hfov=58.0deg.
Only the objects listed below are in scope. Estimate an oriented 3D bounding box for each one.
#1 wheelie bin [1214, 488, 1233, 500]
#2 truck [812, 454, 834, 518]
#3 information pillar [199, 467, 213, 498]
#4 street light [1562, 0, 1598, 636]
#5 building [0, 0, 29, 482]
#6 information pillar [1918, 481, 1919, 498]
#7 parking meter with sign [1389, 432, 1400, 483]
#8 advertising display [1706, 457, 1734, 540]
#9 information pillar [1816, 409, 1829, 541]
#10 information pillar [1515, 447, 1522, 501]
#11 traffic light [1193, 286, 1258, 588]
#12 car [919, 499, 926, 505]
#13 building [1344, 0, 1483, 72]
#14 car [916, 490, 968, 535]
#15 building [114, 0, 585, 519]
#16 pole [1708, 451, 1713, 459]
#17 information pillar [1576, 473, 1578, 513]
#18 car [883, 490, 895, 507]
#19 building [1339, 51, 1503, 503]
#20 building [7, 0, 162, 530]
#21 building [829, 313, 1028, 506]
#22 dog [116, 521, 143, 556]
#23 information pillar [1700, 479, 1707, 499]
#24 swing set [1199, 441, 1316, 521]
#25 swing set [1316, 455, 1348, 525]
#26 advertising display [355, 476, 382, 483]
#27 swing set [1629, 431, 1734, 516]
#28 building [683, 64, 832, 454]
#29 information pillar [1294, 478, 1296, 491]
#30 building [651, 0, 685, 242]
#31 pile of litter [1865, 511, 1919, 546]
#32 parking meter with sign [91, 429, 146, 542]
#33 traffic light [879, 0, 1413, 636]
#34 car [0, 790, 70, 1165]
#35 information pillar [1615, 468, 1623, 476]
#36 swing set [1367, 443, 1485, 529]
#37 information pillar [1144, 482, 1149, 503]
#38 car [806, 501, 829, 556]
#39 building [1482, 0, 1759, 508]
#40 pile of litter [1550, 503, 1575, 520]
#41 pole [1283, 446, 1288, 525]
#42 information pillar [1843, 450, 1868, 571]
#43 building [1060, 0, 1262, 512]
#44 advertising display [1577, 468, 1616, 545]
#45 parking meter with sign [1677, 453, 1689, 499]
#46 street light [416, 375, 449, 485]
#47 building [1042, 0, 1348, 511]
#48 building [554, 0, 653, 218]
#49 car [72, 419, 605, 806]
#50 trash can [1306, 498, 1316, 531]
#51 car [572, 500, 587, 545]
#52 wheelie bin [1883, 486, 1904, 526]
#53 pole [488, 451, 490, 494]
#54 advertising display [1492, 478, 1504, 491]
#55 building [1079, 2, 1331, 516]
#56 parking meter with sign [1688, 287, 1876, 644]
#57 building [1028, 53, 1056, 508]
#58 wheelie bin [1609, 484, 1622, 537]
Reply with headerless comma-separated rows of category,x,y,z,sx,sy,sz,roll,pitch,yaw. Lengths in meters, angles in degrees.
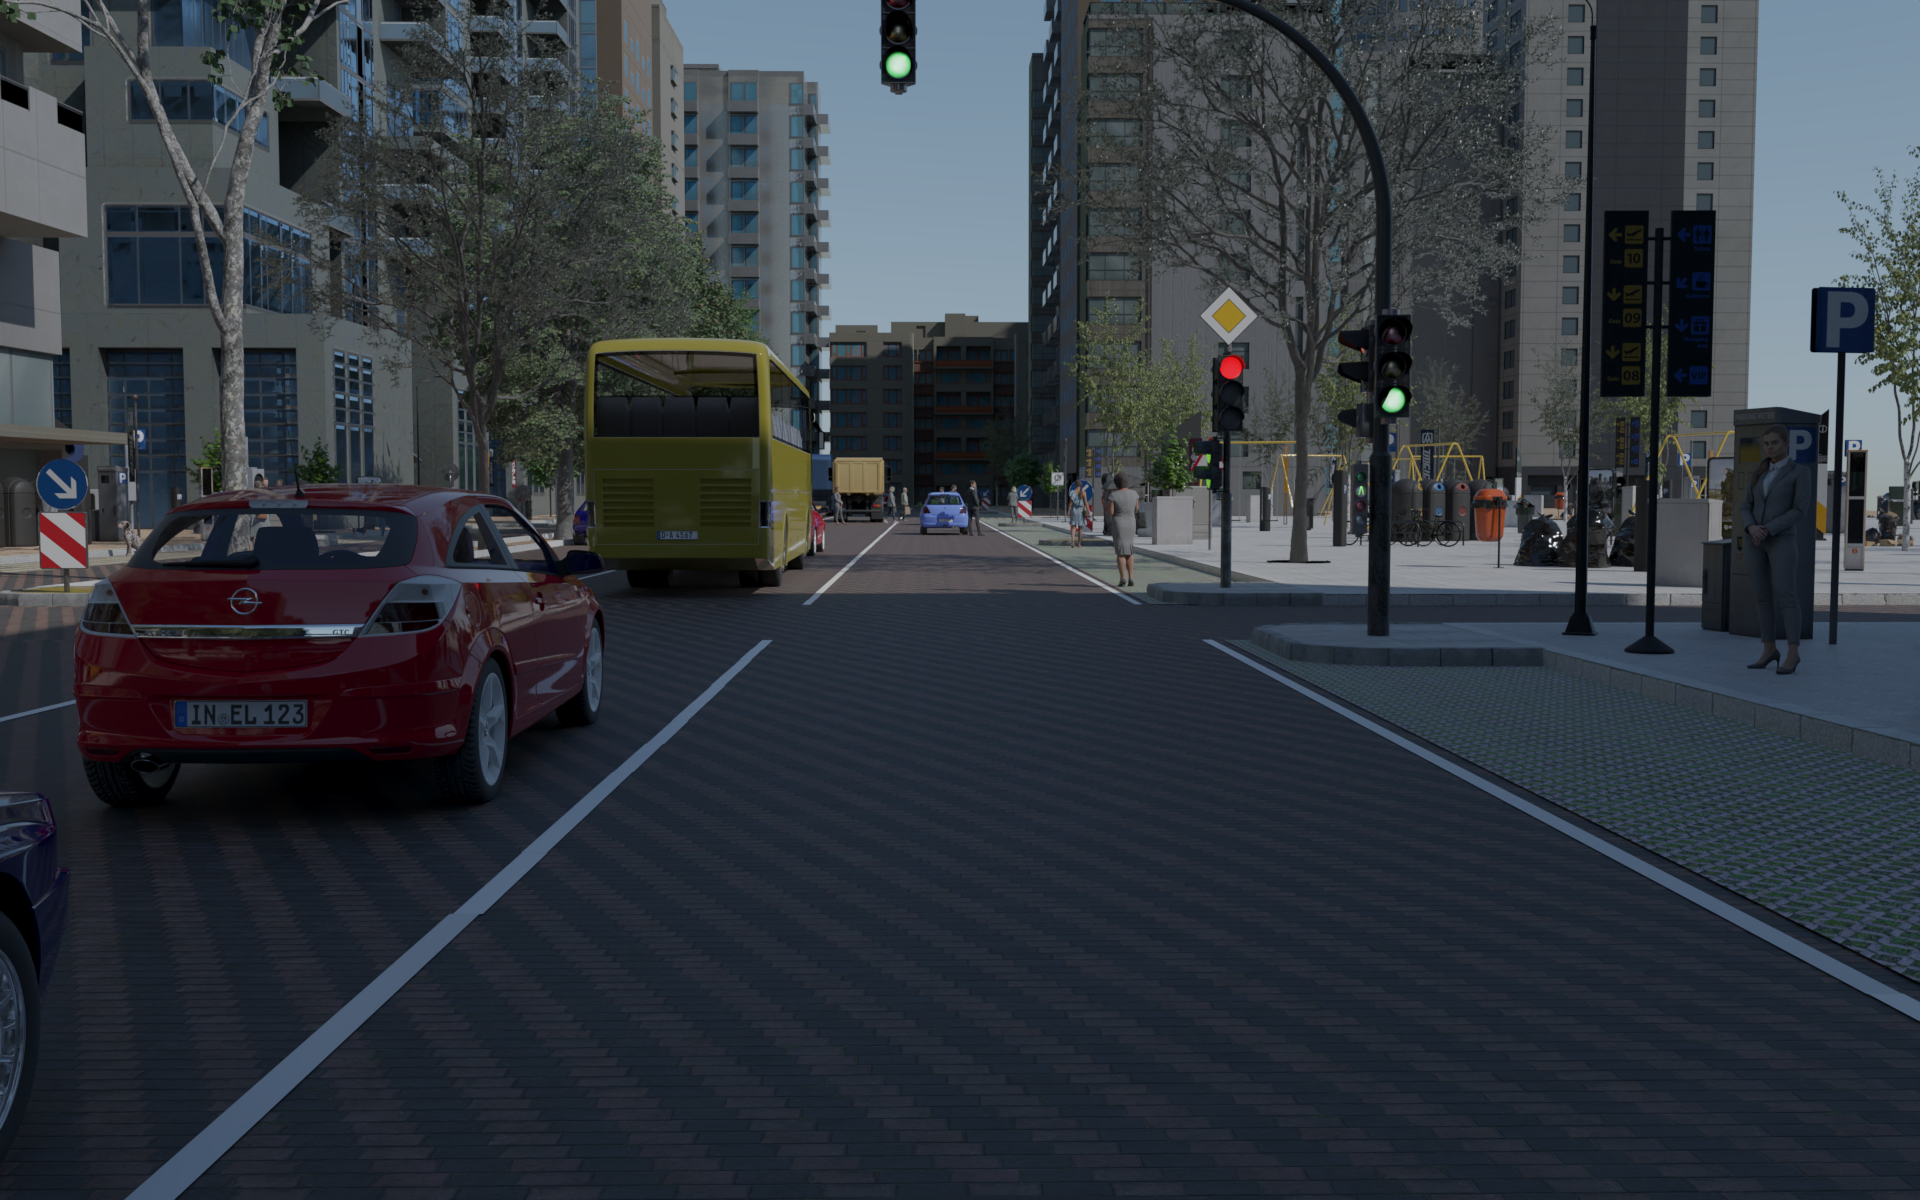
wheelie bin,13.907,-5.118,91.581,0.980,1.594,0.693,-1,4,-10
truck,-9.564,-7.419,111.062,2.967,4.110,18.799,0,4,-2
information pillar,-20.617,-2.624,47.389,0.304,2.012,0.304,-2,4,-34
street light,5.125,-2.636,15.641,1.470,5.913,1.316,0,4,-1
building,-38.273,-27.432,37.756,28.713,52.752,27.495,0,4,-1
information pillar,52.226,-5.482,94.116,0.304,2.012,0.304,3,4,37
parking meter with sign,12.426,-3.281,49.902,0.543,3.016,1.738,2,4,24
advertising display,13.365,-1.508,29.868,0.123,1.923,0.974,-3,5,-41
information pillar,23.580,-3.439,47.578,0.504,3.616,0.183,1,4,23
information pillar,28.077,-5.858,87.138,0.504,3.616,0.183,-3,5,-44
traffic light,3.622,-2.122,23.612,0.839,4.253,0.868,0,4,-1
car,-0.945,-4.357,81.022,2.009,1.686,4.222,0,4,-2
building,53.117,-40.001,196.017,28.212,58.520,21.231,0,4,-1
car,-0.589,-3.211,62.083,1.945,1.707,3.694,0,4,-2
building,-36.427,-48.880,111.866,22.319,86.520,31.000,0,4,-1
pole,35.223,-5.351,81.339,0.158,3.312,0.155,0,3,0
information pillar,21.599,-3.400,60.090,0.304,2.012,0.304,0,4,-2
car,-7.326,-9.485,163.758,2.281,1.827,5.304,0,4,-1
building,41.966,-29.379,163.947,14.086,41.232,14.154,0,4,-1
building,-34.134,-46.615,74.824,22.319,86.520,31.000,0,4,-1
building,0.233,-21.669,199.324,28.899,21.520,27.650,0,4,-1
dog,-18.778,-1.394,39.626,0.800,0.831,0.513,0,4,1
information pillar,35.219,-4.737,81.947,0.304,2.012,0.304,-2,4,-33
swing set,8.801,-3.304,51.644,3.119,2.851,2.862,1,4,17
swing set,14.122,-4.371,69.092,3.119,2.851,2.862,-1,4,-18
advertising display,-21.269,-3.494,62.338,0.123,1.923,0.974,3,5,41
swing set,18.903,-2.847,44.175,2.862,2.851,3.119,0,4,-7
building,-29.780,-35.236,195.715,30.456,49.044,23.786,0,4,-1
information pillar,15.232,-4.512,78.261,0.304,2.012,0.304,1,4,9
building,-37.446,-32.820,160.307,21.600,48.544,21.300,0,4,-1
pile of litter,22.957,-1.755,42.655,1.719,0.858,1.176,2,4,30
parking meter with sign,-22.877,-3.092,46.809,1.738,3.016,0.543,1,4,19
traffic light,1.681,-2.494,15.449,4.771,5.953,1.251,0,4,-1
car,-2.803,0.631,2.271,1.945,1.354,3.894,0,4,-2
information pillar,32.402,-5.741,85.218,0.504,3.616,0.183,-2,4,-28
swing set,14.653,-3.442,53.896,2.862,2.851,3.119,-1,4,-17
information pillar,10.237,-5.581,95.747,0.304,2.012,0.304,-1,4,-10
car,-4.246,-1.990,41.573,2.155,1.783,4.494,0,4,0
building,59.344,-44.242,161.606,20.611,71.187,20.563,0,4,-1
pile of litter,29.645,-4.335,84.846,1.176,0.858,1.719,0,4,-6
pole,13.688,-4.827,72.765,0.158,3.312,0.155,0,3,0
information pillar,14.943,-1.493,28.900,0.304,2.012,0.304,2,4,24
building,14.401,-28.731,119.857,14.600,45.320,14.200,0,4,-1
advertising display,16.122,-2.367,43.912,0.123,1.923,0.974,-3,5,-42
parking meter with sign,30.757,-4.689,72.923,0.543,3.016,1.738,0,4,4
street light,-20.586,-5.809,67.525,1.470,5.913,1.316,0,4,-1
building,18.431,-31.957,142.108,23.786,49.044,30.456,0,4,-1
building,-32.176,-29.749,136.501,14.600,45.320,14.200,0,4,-1
car,-3.108,-0.026,9.464,2.155,1.783,4.494,0,4,-2
trash can,12.170,-3.026,61.130,0.748,1.137,0.748,0,3,0
car,-9.927,-2.272,49.735,1.945,1.354,3.894,0,4,0
wheelie bin,37.399,-3.747,69.175,0.980,1.594,0.693,1,4,21
pole,-22.152,-5.340,81.160,0.158,3.312,0.155,0,3,0
advertising display,21.927,-4.002,70.639,0.123,1.923,0.974,3,4,37
building,14.188,-20.447,106.017,14.160,30.474,14.107,0,4,-1
parking meter with sign,7.314,-1.178,15.514,0.543,3.016,1.738,-1,4,-10
building,13.403,-29.416,164.541,14.154,41.232,14.086,0,4,-1
wheelie bin,19.884,-2.719,52.368,0.693,1.594,0.980,2,4,29
